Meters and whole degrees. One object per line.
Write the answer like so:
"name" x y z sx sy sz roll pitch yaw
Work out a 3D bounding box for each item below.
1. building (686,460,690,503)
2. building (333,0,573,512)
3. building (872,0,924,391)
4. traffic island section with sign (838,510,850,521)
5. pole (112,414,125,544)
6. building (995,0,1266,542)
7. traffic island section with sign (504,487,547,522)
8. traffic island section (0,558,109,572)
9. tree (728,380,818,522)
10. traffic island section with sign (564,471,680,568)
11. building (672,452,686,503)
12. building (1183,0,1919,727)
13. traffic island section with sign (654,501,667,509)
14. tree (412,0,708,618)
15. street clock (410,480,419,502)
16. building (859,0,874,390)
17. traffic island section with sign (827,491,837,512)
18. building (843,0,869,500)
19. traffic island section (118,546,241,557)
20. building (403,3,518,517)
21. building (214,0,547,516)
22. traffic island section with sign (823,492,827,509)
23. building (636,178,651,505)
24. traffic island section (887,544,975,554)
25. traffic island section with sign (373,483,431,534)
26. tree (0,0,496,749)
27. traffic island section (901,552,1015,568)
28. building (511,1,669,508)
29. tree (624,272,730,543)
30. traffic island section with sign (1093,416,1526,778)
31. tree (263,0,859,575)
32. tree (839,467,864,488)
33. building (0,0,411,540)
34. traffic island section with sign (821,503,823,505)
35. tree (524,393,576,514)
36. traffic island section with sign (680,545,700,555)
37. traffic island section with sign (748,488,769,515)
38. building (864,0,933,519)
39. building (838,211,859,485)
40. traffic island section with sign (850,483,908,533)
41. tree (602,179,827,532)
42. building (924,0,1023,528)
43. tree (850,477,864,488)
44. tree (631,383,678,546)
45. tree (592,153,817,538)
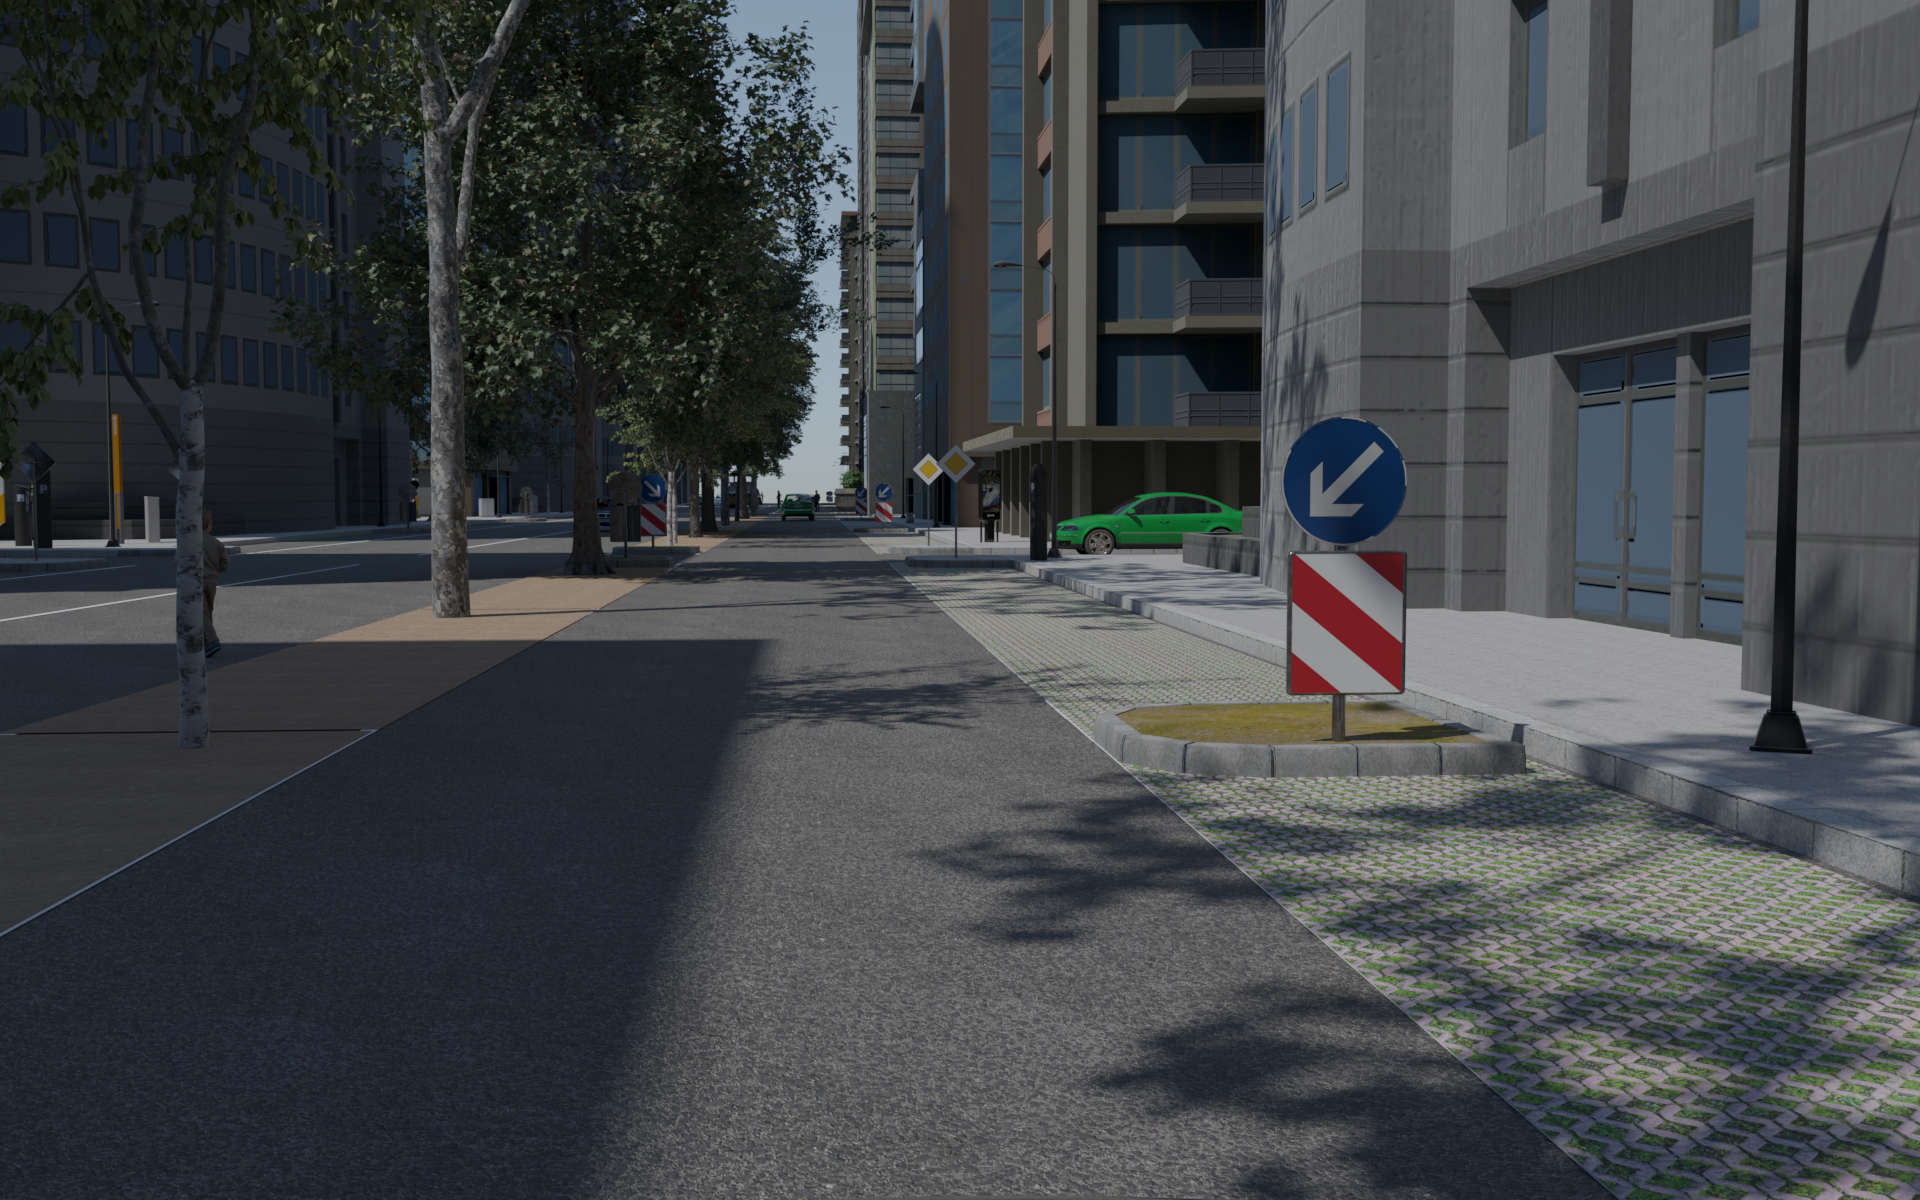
"building" -47.093 -35.331 261.250 14.154 41.232 14.086 0 4 -5
"building" -41.341 -37.550 155.940 21.231 58.520 28.212 0 4 -5
"building" 0.487 -27.243 129.024 14.154 41.232 14.086 0 4 -5
"traffic island section with sign" -5.369 -5.092 91.881 1.989 1.847 2.006 0 4 -5
"pole" -21.609 -3.096 44.460 0.158 3.312 0.155 0 3 0
"building" 14.790 -24.449 54.367 28.867 44.769 22.147 0 4 -5
"traffic island section with sign" -22.761 -5.029 90.849 1.989 1.847 2.006 0 4 -5
"traffic island section" -17.734 -0.669 33.221 2.009 0.180 2.903 0 4 -5
"tree" -11.548 -9.307 89.044 8.767 10.594 7.601 0 4 -5
"traffic island section with sign" -6.718 -1.607 34.411 2.006 1.907 1.989 0 4 -5
"building" -45.074 -33.605 233.034 14.154 41.232 14.086 0 4 -5
"building" 14.700 -29.260 20.409 21.231 58.520 28.212 0 4 -5
"traffic island section with sign" -29.439 -9.720 167.556 1.989 1.847 2.006 0 4 -5
"tree" -4.609 -9.808 18.710 12.611 20.169 13.585 0 3 0
"street clock" -28.043 -5.168 89.063 0.471 2.002 0.358 -1 4 -20
"building" 4.370 -36.154 180.352 28.713 52.752 27.495 0 4 -5
"traffic island section with sign" -9.734 -8.167 142.155 1.989 1.847 2.006 0 4 -5
"building" -5.714 -48.862 237.139 20.563 71.187 20.611 0 4 -5
"traffic island section" -18.426 -1.156 41.177 2.009 0.180 2.903 0 4 -5
"building" -34.443 -27.613 101.590 14.600 45.320 14.200 0 4 -5
"building" -39.036 -35.833 127.874 21.231 58.520 28.212 0 4 -5
"traffic island section with sign" -12.072 -9.809 169.009 1.989 1.847 2.006 0 4 -5
"building" -39.717 -30.226 177.797 14.154 41.232 14.086 0 4 -5
"traffic island section" -0.751 -1.249 42.704 2.009 0.180 2.903 0 4 -5
"traffic island section with sign" -20.404 -3.375 63.817 1.989 1.847 2.006 0 4 -5
"tree" -4.373 -3.480 9.724 4.737 8.622 4.395 0 3 0
"traffic island section" -0.059 -0.763 34.749 2.009 0.180 2.903 0 4 -5
"building" -47.371 -40.925 211.118 21.231 58.520 28.212 0 4 -5
"tree" -8.202 -5.917 49.563 4.360 8.622 3.978 0 3 0
"traffic island section with sign" 1.801 -0.062 9.647 1.989 1.847 2.006 0 4 -5
"tree" -6.613 -6.778 30.288 9.611 12.733 9.660 0 3 0
"tree" -12.701 -13.512 204.640 4.285 4.588 4.351 0 3 0
"building" -32.918 -31.566 58.111 21.231 58.520 28.212 0 4 -5
"traffic island section with sign" -16.883 -13.187 224.238 1.989 1.847 2.006 0 4 -5
"tree" -26.783 -9.972 113.412 4.360 8.622 3.978 0 3 0
"traffic island section with sign" -7.351 -2.058 41.792 2.006 1.907 1.989 0 4 -5
"traffic island section with sign" -13.874 -6.637 116.648 2.006 1.907 1.989 0 4 -5
"building" 5.897 -48.231 101.253 22.319 86.520 31.000 0 4 -5
"building" -7.167 -37.185 262.606 22.147 44.769 28.867 0 4 -5
"traffic island section with sign" -2.972 -3.416 64.485 1.989 1.847 2.006 0 4 -5
"tree" -9.430 -9.515 64.678 9.857 13.997 8.962 0 3 0
"building" 5.861 -25.794 71.849 14.600 45.320 14.200 0 4 -5
"tree" -11.698 -12.660 201.587 1.663 3.219 1.824 0 3 0
"tree" -7.588 -5.635 44.959 4.737 8.622 4.395 0 3 0
"tree" -8.543 -8.283 56.010 7.486 12.596 7.792 0 3 0
